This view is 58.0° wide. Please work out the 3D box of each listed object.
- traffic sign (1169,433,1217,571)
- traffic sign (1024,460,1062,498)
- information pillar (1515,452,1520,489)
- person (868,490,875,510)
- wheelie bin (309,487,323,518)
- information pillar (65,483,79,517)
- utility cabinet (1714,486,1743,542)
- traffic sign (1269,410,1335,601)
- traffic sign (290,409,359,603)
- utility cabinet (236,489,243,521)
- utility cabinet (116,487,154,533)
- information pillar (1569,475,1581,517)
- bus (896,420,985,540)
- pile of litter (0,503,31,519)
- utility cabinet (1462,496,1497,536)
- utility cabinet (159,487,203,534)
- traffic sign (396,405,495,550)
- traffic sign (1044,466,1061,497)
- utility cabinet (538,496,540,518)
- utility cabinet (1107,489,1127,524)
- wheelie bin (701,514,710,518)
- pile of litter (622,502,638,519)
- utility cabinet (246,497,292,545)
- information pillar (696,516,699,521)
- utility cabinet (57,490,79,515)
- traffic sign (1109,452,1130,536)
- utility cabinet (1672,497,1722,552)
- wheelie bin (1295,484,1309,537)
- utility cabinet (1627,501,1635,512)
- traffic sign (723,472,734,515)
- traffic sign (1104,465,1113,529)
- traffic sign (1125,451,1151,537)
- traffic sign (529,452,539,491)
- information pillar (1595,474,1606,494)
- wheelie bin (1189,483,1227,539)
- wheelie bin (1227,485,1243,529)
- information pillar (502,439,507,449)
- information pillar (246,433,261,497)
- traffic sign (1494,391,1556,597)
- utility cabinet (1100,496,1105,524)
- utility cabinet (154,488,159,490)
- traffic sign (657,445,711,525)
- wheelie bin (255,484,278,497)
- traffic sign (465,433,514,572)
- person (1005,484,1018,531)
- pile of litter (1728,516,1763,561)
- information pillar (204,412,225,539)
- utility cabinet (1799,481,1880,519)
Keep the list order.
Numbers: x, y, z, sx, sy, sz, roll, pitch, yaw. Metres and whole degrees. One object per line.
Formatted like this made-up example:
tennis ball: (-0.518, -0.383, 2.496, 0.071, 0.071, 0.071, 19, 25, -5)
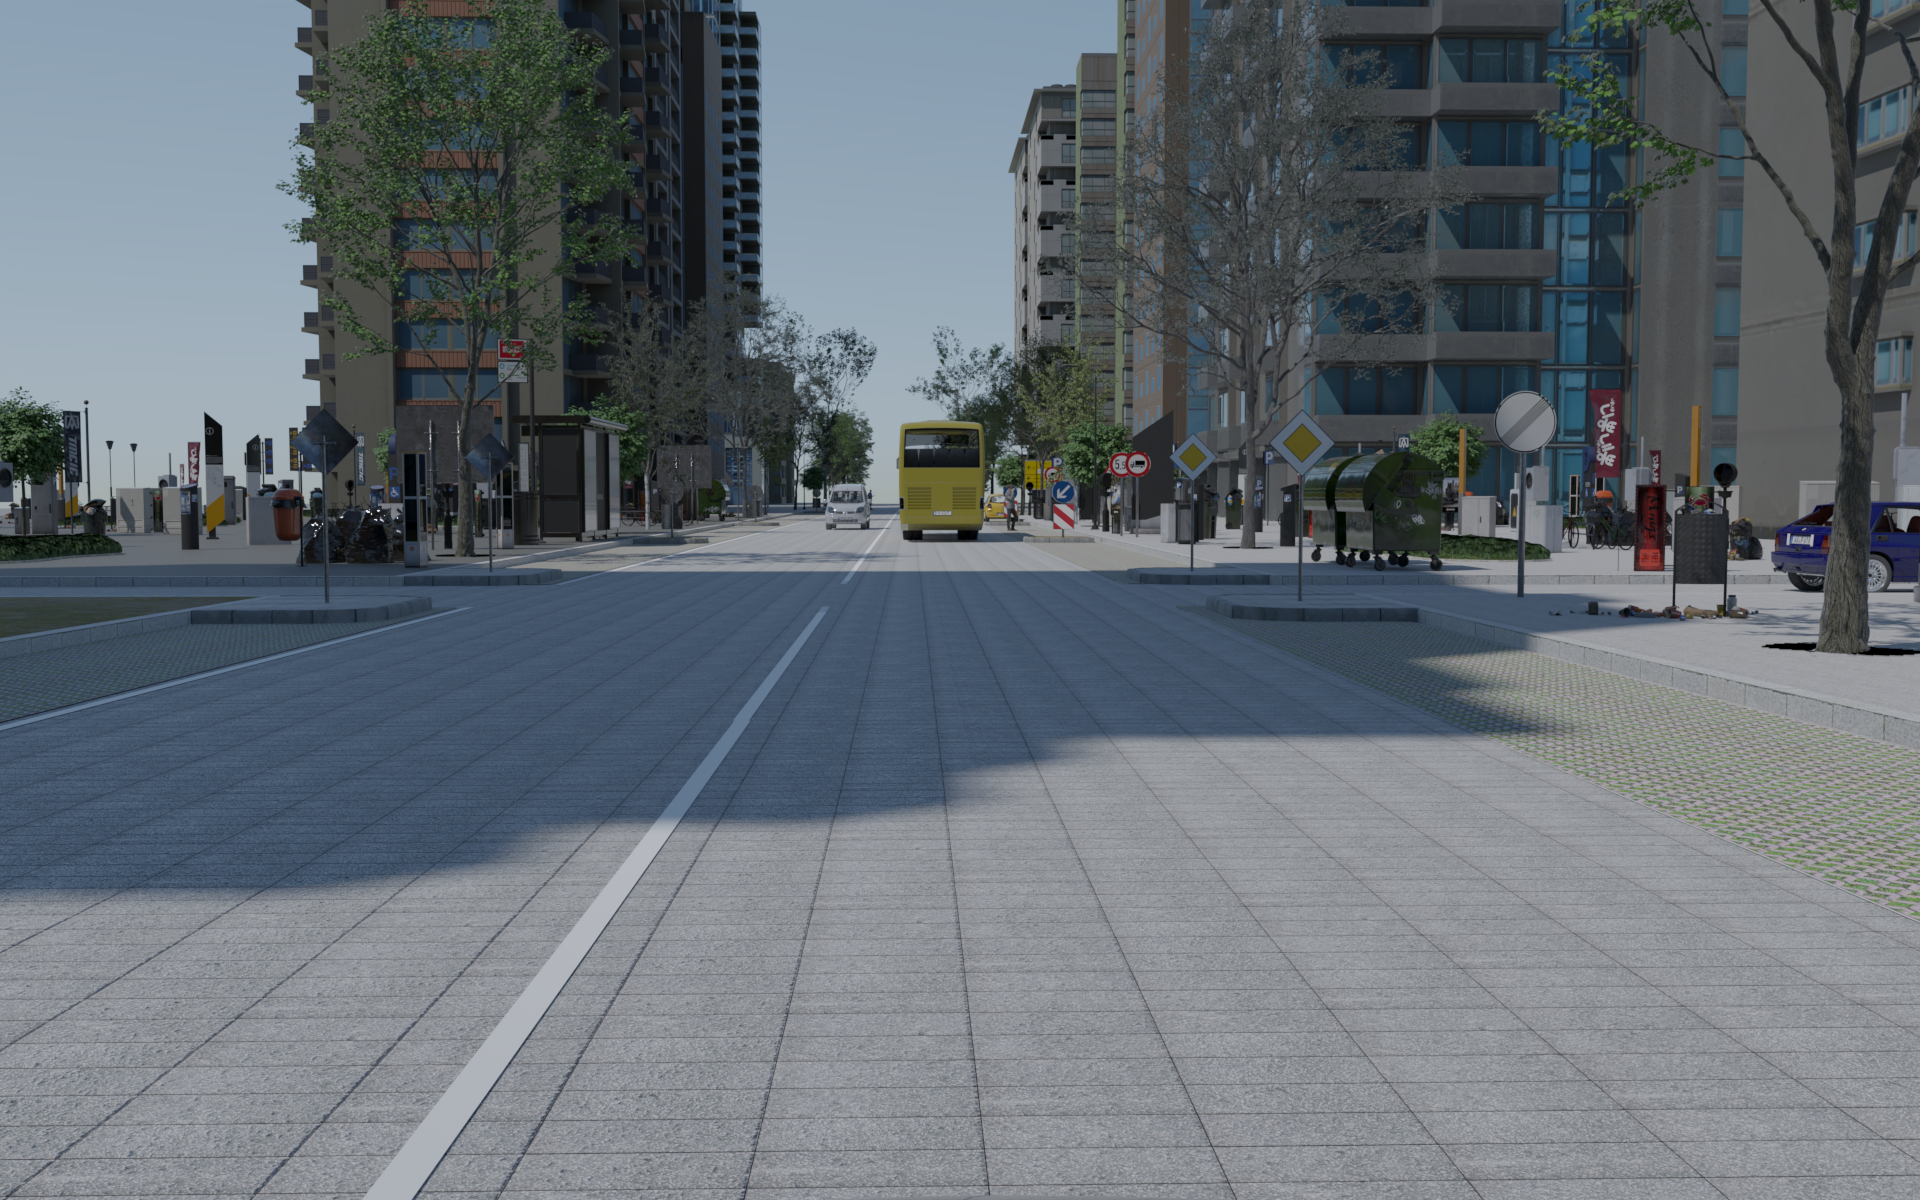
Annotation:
traffic sign: (3.845, -1.531, 28.674, 0.795, 2.450, 0.064, 0, 4, -2)
traffic sign: (5.002, -6.753, 104.283, 2.265, 3.308, 0.079, 0, 4, 1)
information pillar: (22.126, -4.712, 68.398, 0.504, 3.616, 0.183, -2, 4, -27)
person: (-7.987, -9.045, 156.259, 0.599, 1.838, 0.709, -3, 5, -42)
wheelie bin: (-30.419, -4.534, 82.032, 0.693, 1.594, 0.980, -3, 5, -44)
information pillar: (-36.780, -4.910, 71.638, 0.504, 3.616, 0.183, -2, 4, -27)
utility cabinet: (20.215, -2.297, 46.227, 1.173, 1.500, 0.318, 3, 5, 41)
traffic sign: (4.071, -1.043, 20.692, 0.795, 2.450, 0.064, 0, 4, -2)
traffic sign: (-7.469, -1.024, 20.387, 0.795, 2.450, 0.064, 0, 4, -2)
utility cabinet: (-33.664, -4.346, 79.734, 1.173, 1.500, 0.318, -1, 4, -20)
utility cabinet: (-27.109, -2.942, 56.786, 1.173, 1.500, 0.318, 1, 4, 21)
information pillar: (23.862, -3.836, 67.214, 0.304, 2.012, 0.304, 3, 5, 41)
bus: (-0.694, -3.994, 56.857, 2.896, 3.916, 12.252, 0, 4, -2)
pile of litter: (-48.730, -4.607, 89.295, 1.719, 0.858, 1.176, 0, 4, -8)
utility cabinet: (14.917, -2.365, 49.825, 0.306, 1.237, 1.020, -2, 4, -33)
utility cabinet: (-24.419, -2.796, 54.392, 1.173, 1.500, 0.318, 1, 4, 11)
traffic sign: (-11.768, -2.798, 39.621, 2.265, 3.308, 0.079, 0, 4, 2)
traffic sign: (4.251, -4.860, 79.573, 0.768, 2.556, 0.104, 0, 4, 4)
utility cabinet: (-18.280, -3.891, 74.783, 1.020, 1.237, 0.306, -2, 4, -29)
utility cabinet: (6.665, -3.988, 73.889, 0.318, 1.500, 1.173, -2, 4, -34)
wheelie bin: (-13.545, -5.120, 91.628, 0.693, 1.594, 0.980, 2, 4, 32)
pile of litter: (-16.900, -4.532, 88.056, 1.719, 0.858, 1.176, -1, 4, -14)
utility cabinet: (-17.469, -1.994, 43.769, 1.020, 1.237, 0.306, -2, 4, -35)
information pillar: (-12.529, -5.592, 82.782, 0.183, 3.616, 0.504, 0, 4, -7)
utility cabinet: (-44.497, -4.734, 86.077, 0.318, 1.500, 1.173, 3, 5, 43)
traffic sign: (4.912, -3.210, 52.589, 0.768, 2.556, 0.104, 0, 4, 7)
utility cabinet: (16.127, -1.638, 37.937, 0.306, 1.237, 1.020, -2, 4, -32)
wheelie bin: (10.318, -2.679, 51.718, 0.980, 1.594, 0.693, 0, 4, 8)
utility cabinet: (26.211, -3.434, 67.311, 0.306, 1.237, 1.020, 0, 4, 4)
traffic sign: (-13.720, -6.233, 101.917, 0.884, 2.594, 0.081, 0, 4, 6)
traffic sign: (5.575, -3.876, 63.376, 0.884, 2.594, 0.081, 0, 4, 1)
traffic sign: (5.240, -3.123, 51.173, 0.768, 2.556, 0.104, 0, 4, -1)
traffic sign: (-12.901, -3.221, 52.761, 0.768, 2.556, 0.104, 0, 4, 1)
information pillar: (21.995, -3.365, 59.517, 0.304, 2.012, 0.304, 2, 4, 28)
wheelie bin: (7.047, -2.557, 49.711, 0.693, 1.594, 0.980, 3, 4, 38)
wheelie bin: (9.954, -3.368, 62.976, 0.693, 1.594, 0.980, 1, 4, 8)
information pillar: (-19.395, -5.042, 73.785, 0.183, 3.616, 0.504, -2, 4, -32)
information pillar: (-27.030, -4.585, 66.317, 0.504, 3.616, 0.183, -2, 4, -28)
traffic sign: (6.979, -1.308, 21.484, 0.768, 2.556, 0.104, 0, 4, 1)
utility cabinet: (6.153, -3.931, 75.429, 0.306, 1.237, 1.020, 0, 4, 5)
utility cabinet: (-29.233, -3.297, 62.584, 0.318, 1.500, 1.173, 3, 4, 36)
traffic sign: (-11.430, -4.765, 71.781, 2.265, 3.308, 0.079, 0, 4, 3)
wheelie bin: (-21.413, -2.801, 53.708, 0.980, 1.594, 0.693, 2, 4, 33)
traffic sign: (-7.695, -1.512, 28.369, 0.795, 2.450, 0.064, 0, 4, -2)
person: (1.990, -3.561, 66.898, 0.473, 1.802, 0.592, 3, 5, 40)
pile of litter: (14.966, -1.213, 33.796, 1.719, 0.858, 1.176, -2, 4, -26)
information pillar: (-21.125, -3.529, 49.046, 0.504, 3.616, 0.183, -1, 4, -22)
utility cabinet: (14.643, -1.235, 28.866, 1.173, 1.500, 0.318, 0, 4, 3)
